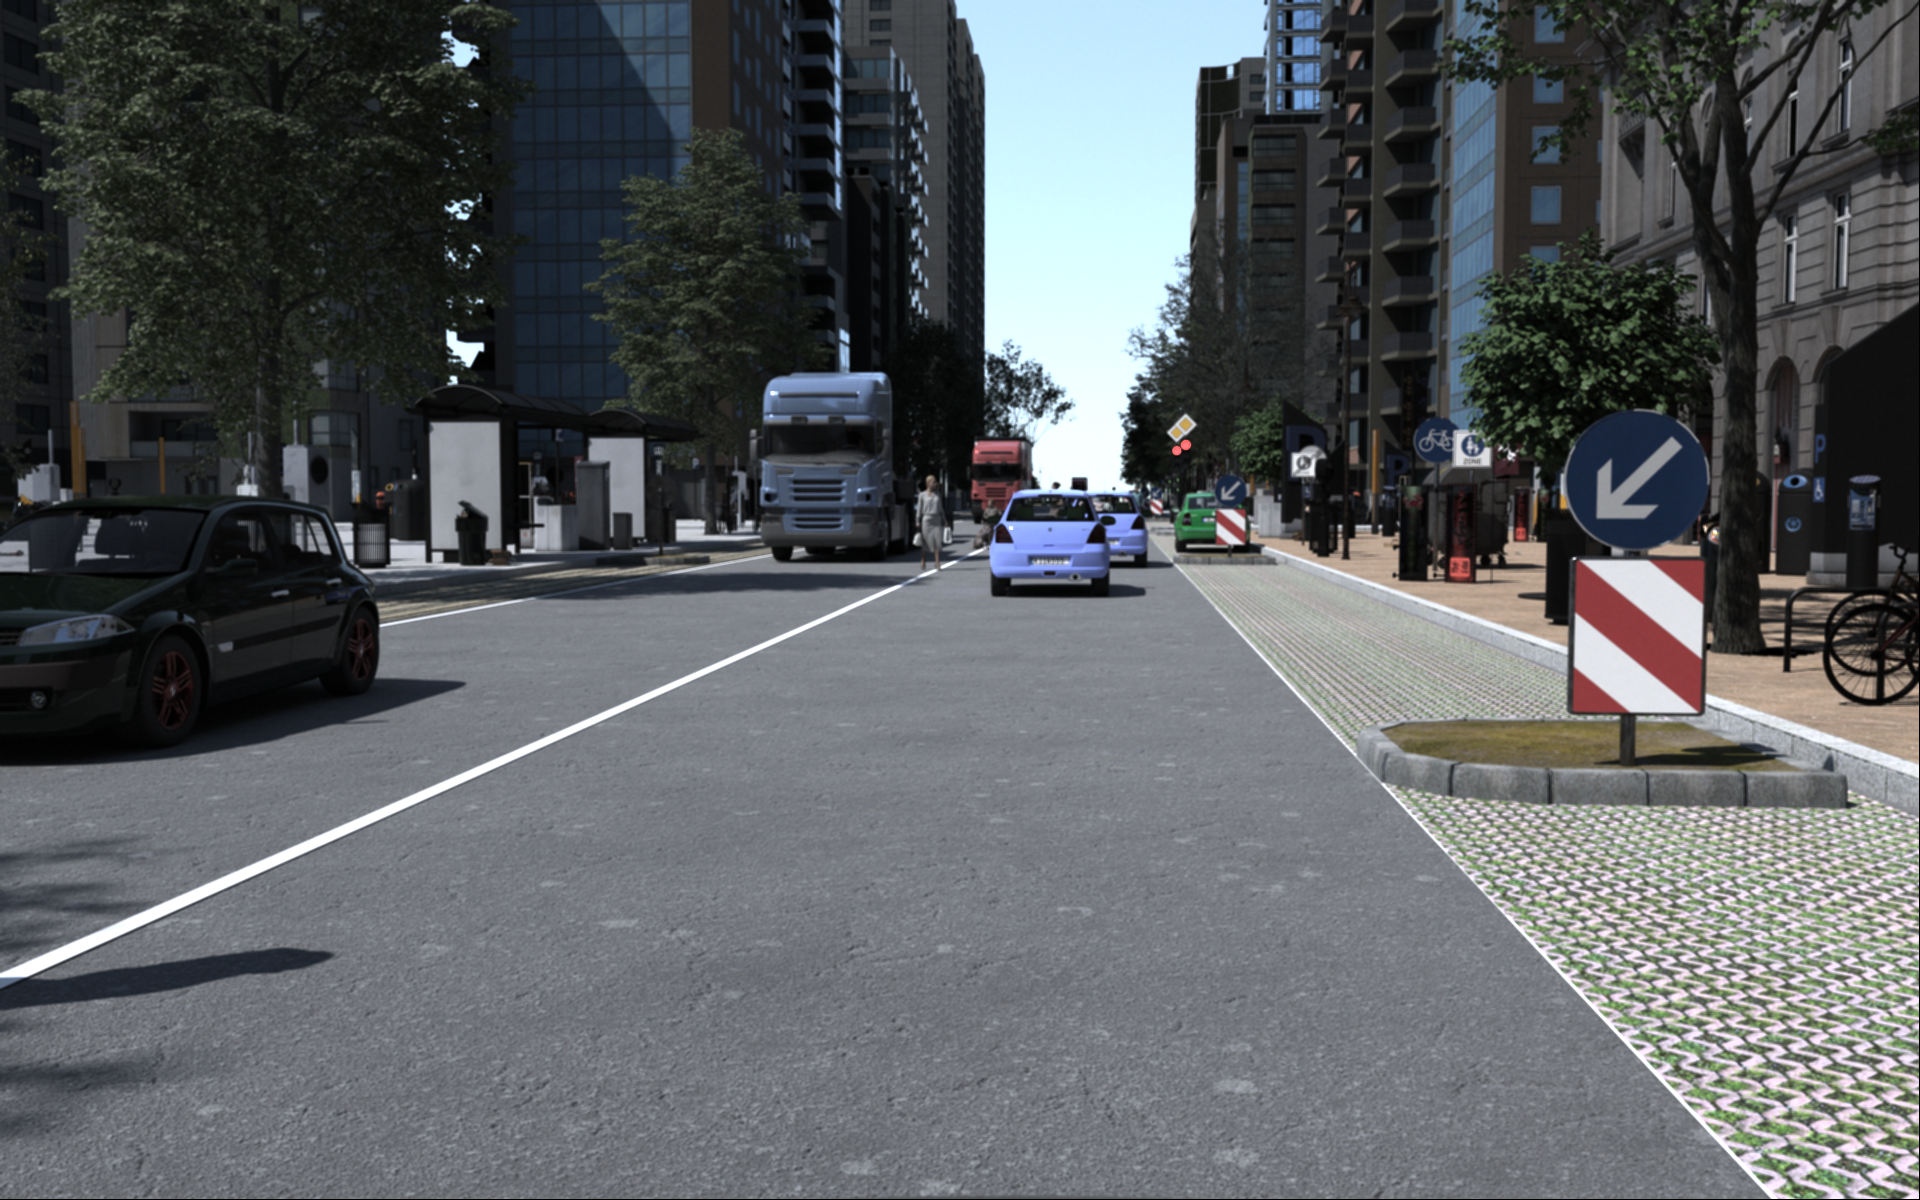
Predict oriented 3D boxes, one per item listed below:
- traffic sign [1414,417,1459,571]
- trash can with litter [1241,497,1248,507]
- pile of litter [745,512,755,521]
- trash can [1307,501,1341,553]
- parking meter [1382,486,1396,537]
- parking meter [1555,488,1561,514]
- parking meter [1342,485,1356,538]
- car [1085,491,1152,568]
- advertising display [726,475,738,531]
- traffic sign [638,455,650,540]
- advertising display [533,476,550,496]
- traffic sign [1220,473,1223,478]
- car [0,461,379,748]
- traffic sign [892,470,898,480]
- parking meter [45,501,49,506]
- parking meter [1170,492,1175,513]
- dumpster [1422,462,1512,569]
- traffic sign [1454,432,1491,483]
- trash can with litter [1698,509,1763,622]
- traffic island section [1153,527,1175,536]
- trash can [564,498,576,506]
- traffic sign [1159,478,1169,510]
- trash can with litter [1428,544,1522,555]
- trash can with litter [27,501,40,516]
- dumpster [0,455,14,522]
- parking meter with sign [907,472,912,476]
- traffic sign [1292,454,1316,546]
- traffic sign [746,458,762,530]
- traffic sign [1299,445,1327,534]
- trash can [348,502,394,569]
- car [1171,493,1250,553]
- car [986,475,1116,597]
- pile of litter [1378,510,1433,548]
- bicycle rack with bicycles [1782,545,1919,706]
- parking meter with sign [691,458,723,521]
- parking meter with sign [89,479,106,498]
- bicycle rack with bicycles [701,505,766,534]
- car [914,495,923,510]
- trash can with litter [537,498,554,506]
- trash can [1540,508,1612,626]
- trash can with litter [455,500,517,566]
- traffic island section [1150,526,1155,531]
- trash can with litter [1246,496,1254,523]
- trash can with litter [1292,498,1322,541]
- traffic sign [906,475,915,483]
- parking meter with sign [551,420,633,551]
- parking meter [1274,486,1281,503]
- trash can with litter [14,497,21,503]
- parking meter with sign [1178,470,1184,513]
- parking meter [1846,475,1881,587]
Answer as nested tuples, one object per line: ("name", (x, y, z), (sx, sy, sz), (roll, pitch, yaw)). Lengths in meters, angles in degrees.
("traffic sign", (7.903, -1.750, 28.725), (0.768, 2.556, 0.104), (1, 4, 11))
("trash can with litter", (14.853, -4.910, 91.672), (0.624, 1.170, 1.055), (-1, 4, -9))
("pile of litter", (-10.552, -4.318, 84.566), (1.176, 0.858, 1.719), (-2, 4, -30))
("trash can", (7.890, -1.585, 37.575), (0.748, 1.137, 0.748), (0, 3, 0))
("parking meter", (12.934, -2.680, 52.228), (0.372, 1.533, 0.369), (0, 3, 0))
("parking meter", (24.444, -3.800, 70.535), (0.372, 1.533, 0.369), (0, 3, 0))
("parking meter", (11.290, -2.560, 50.261), (0.372, 1.533, 0.369), (0, 3, 0))
("car", (2.924, -1.554, 35.006), (1.945, 1.707, 3.694), (0, 4, 5))
("advertising display", (-7.892, -3.357, 60.102), (0.123, 1.923, 0.974), (1, 4, 10))
("traffic sign", (-8.993, -2.943, 48.219), (0.768, 2.556, 0.104), (0, 4, 7))
("advertising display", (-14.968, -3.441, 61.471), (0.123, 1.923, 0.974), (3, 4, 38))
("traffic sign", (14.146, -5.826, 95.361), (0.768, 2.556, 0.104), (1, 4, 9))
("car", (-5.208, -0.078, 11.063), (2.009, 1.686, 4.222), (0, 4, 4))
("traffic sign", (-3.644, -5.713, 93.409), (0.884, 2.594, 0.081), (1, 4, 10))
("parking meter", (-42.478, -4.589, 80.749), (0.399, 1.863, 0.255), (3, 4, 36))
("parking meter", (14.625, -6.777, 119.222), (0.372, 1.533, 0.369), (0, 3, 0))
("dumpster", (8.841, -1.496, 30.218), (1.264, 1.857, 1.865), (0, 4, 5))
("traffic sign", (8.241, -1.577, 27.909), (0.606, 2.300, 0.079), (0, 4, 6))
("trash can with litter", (7.585, -0.371, 17.450), (0.624, 1.170, 1.055), (0, 4, -7))
("traffic island section", (7.849, -2.325, 60.295), (2.009, 0.180, 2.903), (0, 4, 5))
("trash can", (-15.566, -3.546, 69.629), (0.748, 1.137, 0.748), (0, 3, 0))
("traffic sign", (16.382, -8.497, 139.034), (0.768, 2.556, 0.104), (1, 4, 12))
("trash can with litter", (10.840, -1.589, 37.043), (2.233, 1.210, 1.678), (1, 4, 23))
("trash can with litter", (-19.864, -1.522, 35.949), (2.233, 1.210, 1.678), (-3, 5, -40))
("dumpster", (-10.969, -0.930, 17.706), (1.502, 2.255, 1.985), (0, 4, 5))
("parking meter with sign", (-3.987, -8.533, 135.769), (0.543, 3.016, 1.738), (-1, 4, -11))
("traffic sign", (8.551, -2.506, 43.096), (0.606, 2.300, 0.079), (1, 4, 14))
("traffic sign", (-7.138, -3.700, 60.606), (0.768, 2.556, 0.104), (1, 4, 11))
("traffic sign", (9.186, -2.763, 45.275), (0.768, 2.556, 0.104), (1, 4, 11))
("trash can", (-10.168, -1.118, 29.928), (0.748, 1.137, 0.748), (0, 3, 0))
("car", (6.290, -2.117, 43.405), (1.959, 1.807, 4.718), (0, 4, 6))
("car", (1.338, -0.976, 25.555), (1.945, 1.707, 3.694), (0, 4, 3))
("pile of litter", (10.901, -1.688, 41.559), (1.176, 0.858, 1.719), (-1, 4, -15))
("bicycle rack with bicycles", (6.843, 0.127, 11.311), (2.925, 0.926, 2.852), (1, 4, 9))
("parking meter with sign", (-11.983, -5.282, 82.614), (1.738, 3.016, 0.543), (2, 4, 31))
("parking meter with sign", (-44.954, -5.756, 90.363), (1.738, 3.016, 0.543), (-3, 5, -44))
("bicycle rack with bicycles", (-7.205, -2.632, 56.414), (2.852, 0.926, 2.925), (0, 4, 0))
("car", (-2.043, -4.267, 81.761), (2.014, 1.417, 4.499), (0, 4, 5))
("trash can with litter", (-11.606, -2.312, 49.191), (0.624, 1.170, 1.055), (-2, 4, -35))
("trash can", (6.074, -0.327, 17.008), (0.748, 1.137, 0.748), (0, 3, 0))
("trash can with litter", (-8.530, -1.210, 31.174), (1.055, 1.170, 0.624), (0, 4, -2))
("traffic island section", (8.533, -2.812, 68.251), (2.009, 0.180, 2.903), (0, 4, 5))
("trash can with litter", (12.692, -4.081, 77.786), (2.233, 1.210, 1.678), (0, 4, -7))
("trash can with litter", (9.396, -2.184, 47.103), (0.624, 1.170, 1.055), (-2, 4, -24))
("traffic sign", (-3.427, -7.095, 116.105), (0.768, 2.556, 0.104), (1, 4, 14))
("parking meter with sign", (-8.346, -2.639, 39.403), (1.738, 3.016, 0.543), (0, 4, 7))
("parking meter", (9.749, -2.713, 52.763), (0.372, 1.533, 0.369), (0, 3, 0))
("trash can with litter", (-41.863, -3.992, 76.654), (1.055, 1.170, 0.624), (1, 4, 21))
("parking meter with sign", (13.812, -6.918, 109.373), (0.543, 3.016, 1.738), (0, 4, 2))
("parking meter", (11.790, -0.868, 22.606), (0.372, 1.533, 0.369), (0, 3, 0))
